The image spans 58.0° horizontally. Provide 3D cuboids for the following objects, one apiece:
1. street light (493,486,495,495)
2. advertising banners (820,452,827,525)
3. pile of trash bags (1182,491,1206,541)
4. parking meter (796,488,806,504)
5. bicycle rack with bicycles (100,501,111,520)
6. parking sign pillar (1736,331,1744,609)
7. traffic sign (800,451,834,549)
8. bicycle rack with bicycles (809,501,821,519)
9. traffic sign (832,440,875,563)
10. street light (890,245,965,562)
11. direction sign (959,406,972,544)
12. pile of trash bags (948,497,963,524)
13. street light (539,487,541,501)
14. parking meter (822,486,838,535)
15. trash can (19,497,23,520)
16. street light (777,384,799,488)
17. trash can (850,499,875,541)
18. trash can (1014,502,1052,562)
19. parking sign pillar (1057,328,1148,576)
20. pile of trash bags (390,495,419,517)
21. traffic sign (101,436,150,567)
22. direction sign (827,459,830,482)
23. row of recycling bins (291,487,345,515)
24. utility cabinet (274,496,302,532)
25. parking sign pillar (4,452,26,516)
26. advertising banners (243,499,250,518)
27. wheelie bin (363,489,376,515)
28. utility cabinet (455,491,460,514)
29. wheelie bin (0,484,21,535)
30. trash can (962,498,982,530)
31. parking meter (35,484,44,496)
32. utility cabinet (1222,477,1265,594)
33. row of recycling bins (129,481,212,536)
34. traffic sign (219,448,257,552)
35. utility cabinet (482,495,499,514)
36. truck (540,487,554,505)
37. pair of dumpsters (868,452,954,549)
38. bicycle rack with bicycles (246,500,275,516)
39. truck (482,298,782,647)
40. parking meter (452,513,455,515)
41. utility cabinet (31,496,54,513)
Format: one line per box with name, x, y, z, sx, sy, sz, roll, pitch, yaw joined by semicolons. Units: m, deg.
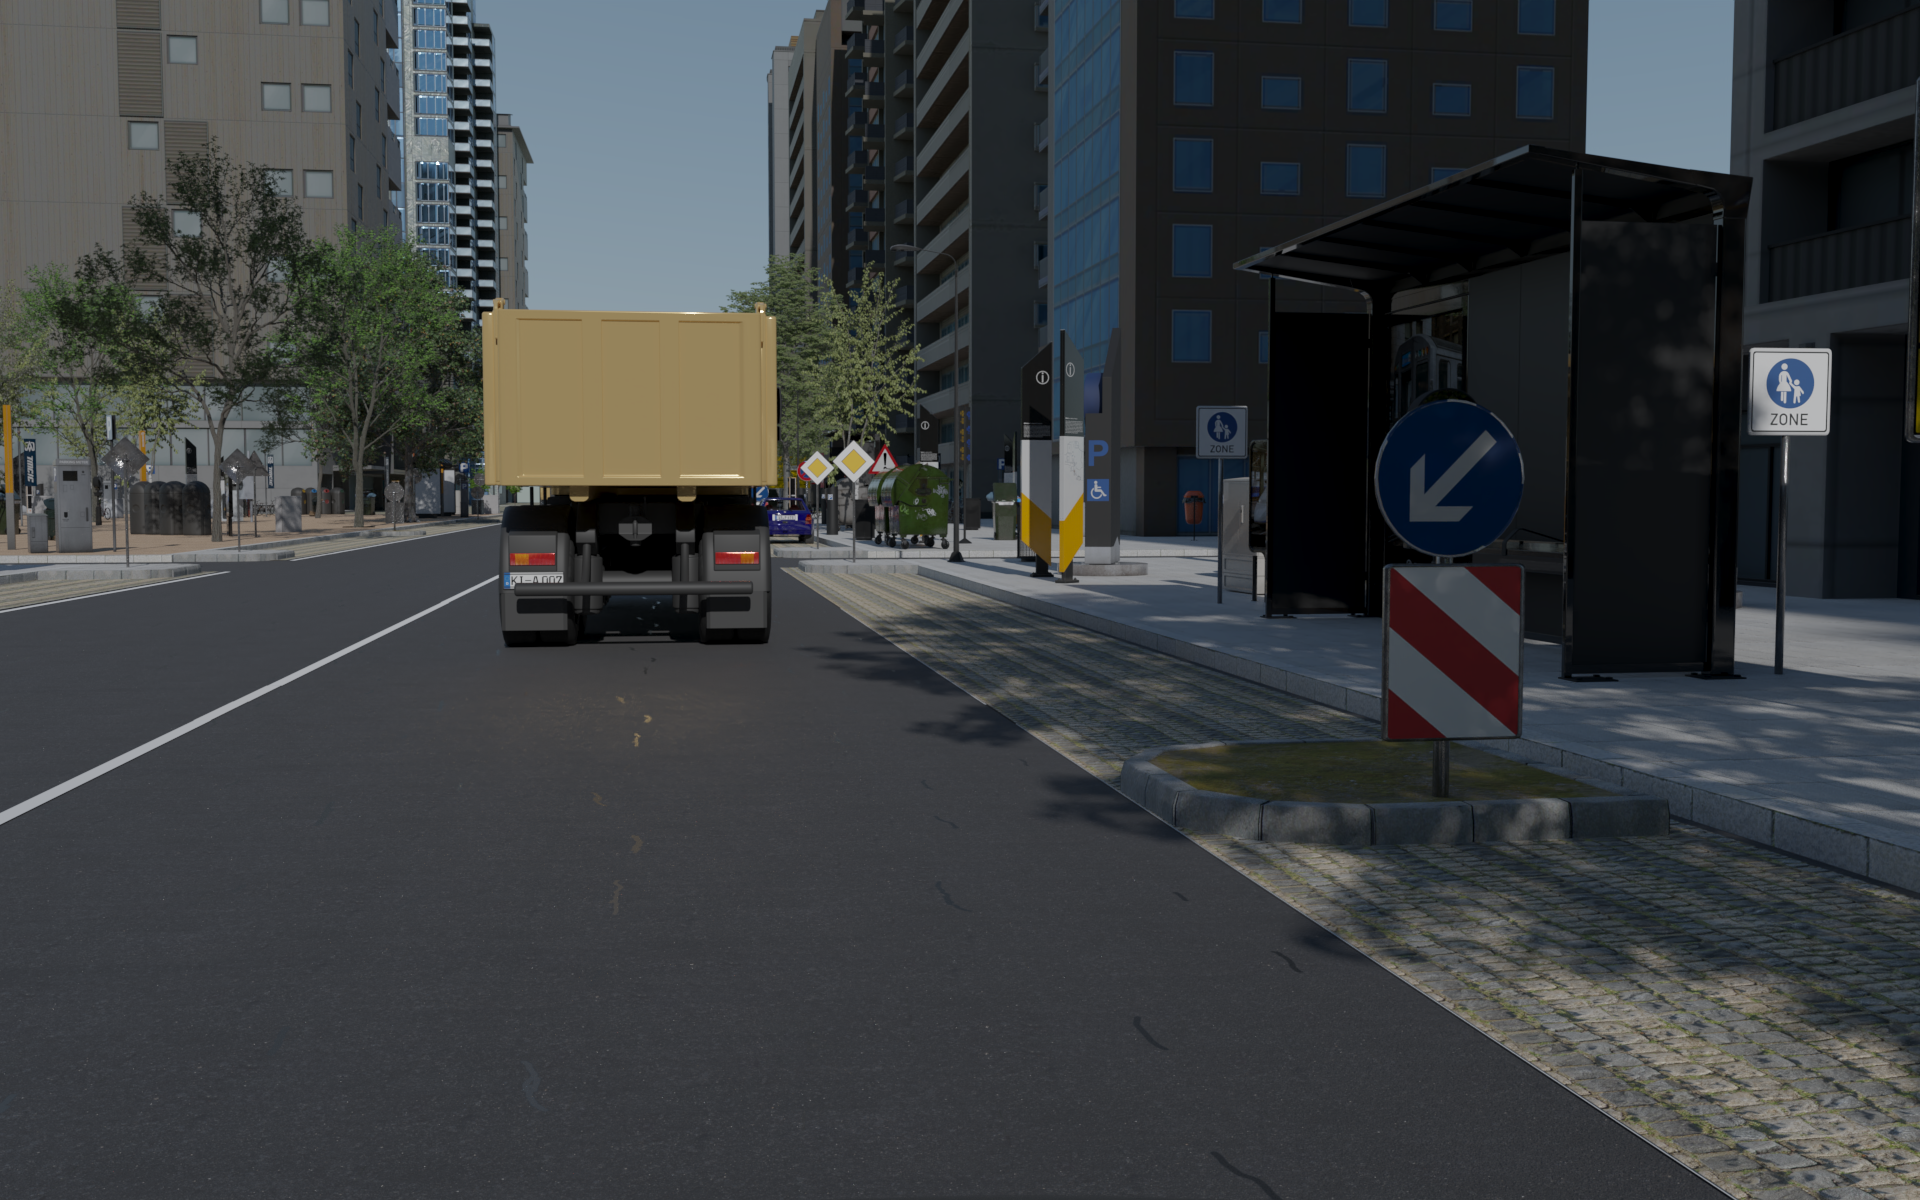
street light;-30.013;-8.621;113.500;1.470;5.913;1.316;-1;4;-10
advertising banners;-5.441;-4.646;72.146;0.090;3.025;2.074;-2;4;-28
pile of trash bags;7.864;-2.323;47.726;3.447;1.369;1.912;0;4;5
parking meter;-6.366;-3.727;69.340;0.372;1.533;0.369;0;3;0
bicycle rack with bicycles;-43.611;-4.413;85.530;2.852;0.926;2.925;-3;5;-44
parking sign pillar;8.196;-1.914;19.772;1.447;3.967;1.447;-2;4;-35
traffic sign;-3.309;-2.236;40.201;0.795;2.450;0.064;-1;4;-10
bicycle rack with bicycles;-7.028;-5.354;100.919;2.925;0.926;2.852;-1;4;-11
traffic sign;-1.983;-1.754;32.326;0.795;2.450;0.064;-1;4;-10
street light;-0.605;-3.668;32.509;1.470;5.913;1.316;-1;4;-10
direction sign;0.121;-3.229;44.799;0.379;3.537;0.876;1;4;18
pile of trash bags;-0.725;-4.025;75.556;1.912;1.369;3.447;3;4;37
street light;-37.002;-11.146;154.776;1.470;5.913;1.316;-1;4;-10
parking meter;-4.003;-2.806;54.292;0.372;1.533;0.369;0;3;0
trash can;-47.030;-4.563;86.257;0.748;1.137;0.748;0;3;0
street light;-7.333;-6.121;72.613;1.470;5.913;1.316;-1;4;-10
trash can;-2.659;-2.224;48.011;0.748;1.137;0.748;0;3;0
trash can;1.384;-1.299;32.894;0.748;1.137;0.748;0;3;0
parking sign pillar;2.278;-2.390;27.557;1.447;3.967;1.447;1;4;12
pile of trash bags;-31.918;-5.512;99.874;1.912;1.369;3.447;-1;4;-15
traffic sign;-14.554;-1.627;30.237;0.795;2.450;0.064;-1;4;-10
direction sign;-8.171;-7.357;112.287;0.876;3.537;0.379;0;4;-1
row of recycling bins;-39.974;-6.155;107.744;1.069;1.692;3.534;3;4;37
utility cabinet;-22.609;-2.883;58.298;0.306;1.237;1.020;1;4;17
parking sign pillar;-56.350;-7.040;103.574;1.447;3.967;1.447;-1;4;-21
advertising banners;-39.137;-6.058;95.228;0.090;3.025;2.074;0;4;-7
wheelie bin;-35.736;-5.916;104.634;0.980;1.594;0.693;1;4;9
utility cabinet;-32.171;-6.203;110.090;1.173;1.500;0.318;2;4;28
wheelie bin;-30.059;-2.852;54.546;0.693;1.594;0.980;0;4;-5
trash can;0.429;-3.050;61.517;0.748;1.137;0.748;0;3;0
parking meter;-51.185;-5.543;96.338;0.399;1.863;0.255;1;4;20
utility cabinet;3.744;-0.841;22.435;0.318;1.500;1.173;-1;4;-13
row of recycling bins;-24.842;-2.893;54.410;3.534;1.692;1.069;2;4;32
traffic sign;-15.881;-2.108;38.111;0.795;2.450;0.064;-1;4;-10
utility cabinet;-30.443;-6.179;112.183;1.020;1.237;0.306;-2;4;-33
truck;-21.214;-5.992;93.894;3.469;3.379;9.791;-1;4;-10
pair of dumpsters;-1.206;-2.418;42.020;1.574;2.255;4.437;-1;4;-10
bicycle rack with bicycles;-41.627;-5.480;102.986;2.852;0.926;2.925;3;5;41
truck;-3.615;-1.474;20.023;3.469;3.379;9.791;-1;4;-9
parking meter;-31.085;-5.968;105.989;0.372;1.533;0.369;0;3;0
utility cabinet;-32.736;-3.109;61.997;1.020;1.237;0.306;1;4;23
